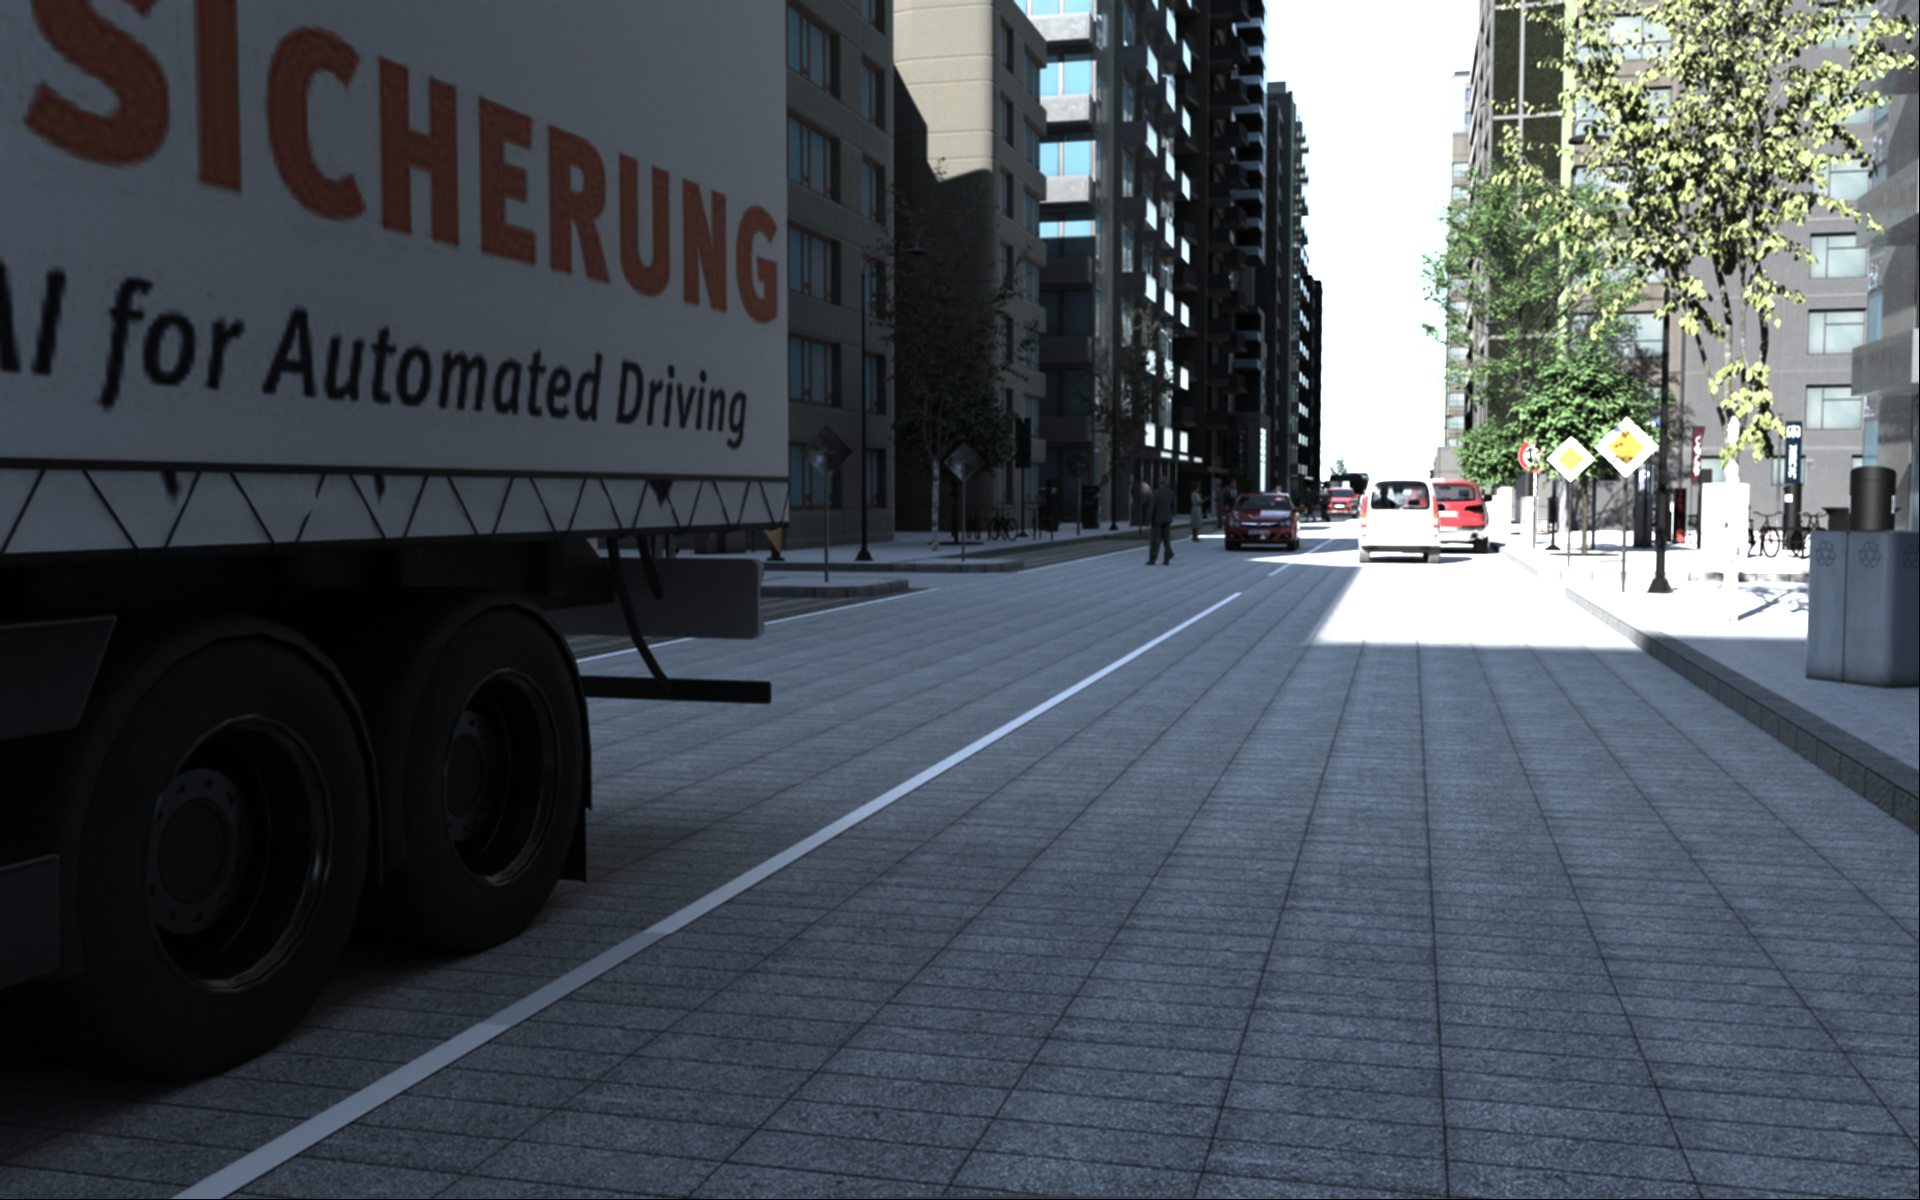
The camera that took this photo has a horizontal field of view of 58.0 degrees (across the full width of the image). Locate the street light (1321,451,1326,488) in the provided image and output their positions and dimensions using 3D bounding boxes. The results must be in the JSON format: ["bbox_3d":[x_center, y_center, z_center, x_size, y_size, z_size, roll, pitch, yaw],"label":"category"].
[{"bbox_3d":[38.920,-13.195,188.277,1.470,5.913,1.316,1,4,15],"label":"street light"}]

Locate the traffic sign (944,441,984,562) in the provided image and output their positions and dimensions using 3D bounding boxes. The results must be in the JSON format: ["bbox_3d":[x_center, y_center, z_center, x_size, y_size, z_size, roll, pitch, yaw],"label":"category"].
[{"bbox_3d":[0.068,-1.789,32.888,0.795,2.450,0.064,1,4,15],"label":"traffic sign"}]

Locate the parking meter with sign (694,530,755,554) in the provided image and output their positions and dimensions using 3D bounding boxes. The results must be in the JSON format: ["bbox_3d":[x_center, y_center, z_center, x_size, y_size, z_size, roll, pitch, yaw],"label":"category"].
[{"bbox_3d":[-5.027,-2.520,37.460,0.543,3.016,1.738,2,4,34],"label":"parking meter with sign"}]

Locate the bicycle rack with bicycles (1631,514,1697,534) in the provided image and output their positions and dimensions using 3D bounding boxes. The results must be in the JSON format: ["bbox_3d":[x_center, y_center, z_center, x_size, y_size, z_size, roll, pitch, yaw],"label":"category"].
[{"bbox_3d":[22.733,-2.527,54.696,2.925,0.926,2.852,0,4,6],"label":"bicycle rack with bicycles"}]

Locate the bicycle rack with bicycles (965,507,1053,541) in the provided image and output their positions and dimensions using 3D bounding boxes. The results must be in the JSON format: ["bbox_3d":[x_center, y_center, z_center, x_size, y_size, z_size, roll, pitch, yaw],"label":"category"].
[{"bbox_3d":[1.438,-2.144,48.444,2.852,0.926,2.925,0,4,-7],"label":"bicycle rack with bicycles"}]

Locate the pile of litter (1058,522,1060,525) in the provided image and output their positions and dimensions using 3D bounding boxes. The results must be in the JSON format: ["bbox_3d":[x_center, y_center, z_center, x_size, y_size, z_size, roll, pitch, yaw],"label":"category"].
[{"bbox_3d":[3.562,-3.494,71.091,1.719,0.858,1.176,3,5,44],"label":"pile of litter"}]

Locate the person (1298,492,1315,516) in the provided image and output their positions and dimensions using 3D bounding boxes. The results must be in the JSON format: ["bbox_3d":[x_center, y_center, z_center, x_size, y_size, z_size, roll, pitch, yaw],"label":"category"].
[{"bbox_3d":[22.921,-6.478,114.425,0.705,1.824,1.348,-3,5,-44],"label":"person"}]

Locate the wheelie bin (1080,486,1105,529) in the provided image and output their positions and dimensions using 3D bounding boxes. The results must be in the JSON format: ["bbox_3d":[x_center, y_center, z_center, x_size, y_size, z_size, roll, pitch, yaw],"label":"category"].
[{"bbox_3d":[4.854,-3.432,64.022,0.980,1.594,0.693,0,4,7],"label":"wheelie bin"}]

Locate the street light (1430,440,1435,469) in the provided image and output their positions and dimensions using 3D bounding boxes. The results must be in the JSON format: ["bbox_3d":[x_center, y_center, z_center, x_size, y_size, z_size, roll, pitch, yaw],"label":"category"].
[{"bbox_3d":[40.939,-10.687,147.276,1.470,5.913,1.316,1,4,15],"label":"street light"}]

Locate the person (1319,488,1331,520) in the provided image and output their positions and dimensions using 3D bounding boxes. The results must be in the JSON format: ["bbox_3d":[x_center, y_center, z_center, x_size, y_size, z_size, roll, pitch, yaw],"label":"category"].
[{"bbox_3d":[19.991,-5.260,94.892,0.661,1.777,0.834,1,4,10],"label":"person"}]

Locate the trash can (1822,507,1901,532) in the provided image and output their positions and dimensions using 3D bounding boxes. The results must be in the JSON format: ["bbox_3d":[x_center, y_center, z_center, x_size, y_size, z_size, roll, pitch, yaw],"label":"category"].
[{"bbox_3d":[9.513,-0.408,18.320,0.748,1.137,0.748,0,3,0],"label":"trash can"}]

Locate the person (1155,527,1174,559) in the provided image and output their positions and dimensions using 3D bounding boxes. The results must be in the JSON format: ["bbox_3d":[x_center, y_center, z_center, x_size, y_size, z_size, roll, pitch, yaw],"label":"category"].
[{"bbox_3d":[4.478,-1.549,38.104,0.640,1.303,0.475,-3,5,-39],"label":"person"}]

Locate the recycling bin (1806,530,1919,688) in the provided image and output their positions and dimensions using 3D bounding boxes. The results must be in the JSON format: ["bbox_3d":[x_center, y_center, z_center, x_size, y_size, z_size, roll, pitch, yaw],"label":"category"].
[{"bbox_3d":[6.345,0.043,11.859,0.722,1.027,0.722,-1,4,-19],"label":"recycling bin"}]

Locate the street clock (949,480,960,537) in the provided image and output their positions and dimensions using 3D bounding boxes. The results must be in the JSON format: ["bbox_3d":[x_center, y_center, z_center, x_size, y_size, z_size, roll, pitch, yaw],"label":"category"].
[{"bbox_3d":[-0.153,-2.894,51.890,0.358,2.002,0.471,0,4,-6],"label":"street clock"}]

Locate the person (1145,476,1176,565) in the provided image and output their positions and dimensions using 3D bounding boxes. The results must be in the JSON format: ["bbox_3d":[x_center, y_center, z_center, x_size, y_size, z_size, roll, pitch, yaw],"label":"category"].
[{"bbox_3d":[4.041,-1.619,35.146,0.661,1.801,0.590,-2,4,-24],"label":"person"}]

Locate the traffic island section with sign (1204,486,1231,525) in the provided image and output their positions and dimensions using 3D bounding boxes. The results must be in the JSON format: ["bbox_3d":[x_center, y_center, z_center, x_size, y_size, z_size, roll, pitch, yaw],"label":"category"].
[{"bbox_3d":[12.469,-4.412,80.761,1.989,1.847,2.006,1,4,15],"label":"traffic island section with sign"}]

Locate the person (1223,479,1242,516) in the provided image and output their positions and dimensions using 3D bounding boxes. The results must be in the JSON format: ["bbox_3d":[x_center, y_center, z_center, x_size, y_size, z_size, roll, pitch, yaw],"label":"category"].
[{"bbox_3d":[7.710,-2.465,48.576,0.659,1.850,0.755,0,4,5],"label":"person"}]

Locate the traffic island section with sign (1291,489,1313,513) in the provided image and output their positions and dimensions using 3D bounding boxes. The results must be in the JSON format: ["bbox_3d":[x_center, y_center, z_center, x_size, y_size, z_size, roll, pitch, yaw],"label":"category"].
[{"bbox_3d":[25.169,-7.402,129.645,1.989,1.847,2.006,1,4,15],"label":"traffic island section with sign"}]

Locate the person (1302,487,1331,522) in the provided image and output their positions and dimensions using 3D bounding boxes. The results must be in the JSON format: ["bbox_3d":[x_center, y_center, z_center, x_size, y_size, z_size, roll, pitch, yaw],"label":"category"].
[{"bbox_3d":[18.150,-4.865,88.260,1.509,1.804,0.699,0,4,-1],"label":"person"}]

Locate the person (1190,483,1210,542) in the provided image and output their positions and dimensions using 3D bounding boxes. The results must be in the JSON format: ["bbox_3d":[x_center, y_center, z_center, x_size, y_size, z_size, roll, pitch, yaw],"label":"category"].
[{"bbox_3d":[7.199,-2.635,52.146,0.524,1.755,0.480,-1,4,-16],"label":"person"}]

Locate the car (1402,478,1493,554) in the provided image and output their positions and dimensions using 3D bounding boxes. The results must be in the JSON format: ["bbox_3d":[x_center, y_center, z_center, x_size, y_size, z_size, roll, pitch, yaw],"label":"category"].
[{"bbox_3d":[12.077,-2.106,43.112,2.281,1.827,5.304,1,4,16],"label":"car"}]

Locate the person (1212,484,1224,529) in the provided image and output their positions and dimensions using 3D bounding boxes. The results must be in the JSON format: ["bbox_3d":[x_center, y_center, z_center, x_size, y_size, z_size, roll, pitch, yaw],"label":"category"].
[{"bbox_3d":[10.656,-3.875,71.658,0.447,1.846,0.655,1,4,18],"label":"person"}]

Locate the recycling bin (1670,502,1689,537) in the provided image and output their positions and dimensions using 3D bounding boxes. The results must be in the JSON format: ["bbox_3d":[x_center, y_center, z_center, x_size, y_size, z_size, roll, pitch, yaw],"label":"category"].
[{"bbox_3d":[21.473,-2.420,52.114,0.722,1.027,0.722,2,4,32],"label":"recycling bin"}]

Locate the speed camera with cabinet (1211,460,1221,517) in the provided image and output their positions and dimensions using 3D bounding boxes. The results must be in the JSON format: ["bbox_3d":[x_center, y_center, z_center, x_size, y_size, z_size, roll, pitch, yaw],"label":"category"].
[{"bbox_3d":[14.778,-6.451,99.817,0.660,3.252,2.038,1,4,8],"label":"speed camera with cabinet"}]

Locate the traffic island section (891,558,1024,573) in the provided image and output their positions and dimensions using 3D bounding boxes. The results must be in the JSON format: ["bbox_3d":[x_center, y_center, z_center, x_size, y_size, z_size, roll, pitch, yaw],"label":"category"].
[{"bbox_3d":[0.043,-0.653,32.956,2.009,0.180,2.903,1,4,15],"label":"traffic island section"}]

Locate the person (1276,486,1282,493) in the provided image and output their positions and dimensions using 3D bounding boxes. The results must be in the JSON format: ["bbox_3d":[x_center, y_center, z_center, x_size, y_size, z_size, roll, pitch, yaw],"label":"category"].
[{"bbox_3d":[11.326,-3.162,61.042,0.643,1.720,0.563,3,4,38],"label":"person"}]

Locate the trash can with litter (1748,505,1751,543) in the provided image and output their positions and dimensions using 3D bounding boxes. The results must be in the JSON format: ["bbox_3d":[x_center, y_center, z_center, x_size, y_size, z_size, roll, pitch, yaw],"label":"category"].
[{"bbox_3d":[20.731,-2.105,45.811,0.624,1.170,1.055,0,4,2],"label":"trash can with litter"}]

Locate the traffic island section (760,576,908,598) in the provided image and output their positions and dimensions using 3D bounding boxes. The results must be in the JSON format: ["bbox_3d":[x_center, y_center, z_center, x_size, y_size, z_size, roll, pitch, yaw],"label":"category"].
[{"bbox_3d":[-1.964,-0.180,25.226,2.009,0.180,2.903,1,4,15],"label":"traffic island section"}]

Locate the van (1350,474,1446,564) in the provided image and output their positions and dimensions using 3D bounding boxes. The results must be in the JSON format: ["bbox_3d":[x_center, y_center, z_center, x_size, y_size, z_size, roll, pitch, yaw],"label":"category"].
[{"bbox_3d":[9.353,-1.832,36.967,2.013,2.044,4.112,1,4,13],"label":"van"}]

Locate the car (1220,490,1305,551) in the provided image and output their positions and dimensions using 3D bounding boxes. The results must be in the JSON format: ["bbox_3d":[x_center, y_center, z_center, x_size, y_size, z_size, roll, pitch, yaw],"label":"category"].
[{"bbox_3d":[7.913,-2.209,45.149,2.155,1.783,4.494,1,4,13],"label":"car"}]

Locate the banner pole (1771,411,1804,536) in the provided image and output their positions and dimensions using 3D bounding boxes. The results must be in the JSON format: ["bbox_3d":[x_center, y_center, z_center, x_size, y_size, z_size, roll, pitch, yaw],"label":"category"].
[{"bbox_3d":[25.061,-3.821,52.488,0.863,3.779,0.401,1,4,9],"label":"banner pole"}]

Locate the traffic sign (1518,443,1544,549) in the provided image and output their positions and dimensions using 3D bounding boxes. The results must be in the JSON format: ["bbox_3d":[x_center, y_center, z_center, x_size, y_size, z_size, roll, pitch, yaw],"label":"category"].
[{"bbox_3d":[13.332,-2.450,40.158,0.768,2.556,0.104,1,4,19],"label":"traffic sign"}]

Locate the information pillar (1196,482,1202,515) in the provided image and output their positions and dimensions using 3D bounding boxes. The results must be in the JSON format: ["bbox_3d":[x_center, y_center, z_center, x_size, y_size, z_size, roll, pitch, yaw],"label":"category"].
[{"bbox_3d":[14.390,-6.120,104.558,0.304,2.012,0.304,3,5,40],"label":"information pillar"}]

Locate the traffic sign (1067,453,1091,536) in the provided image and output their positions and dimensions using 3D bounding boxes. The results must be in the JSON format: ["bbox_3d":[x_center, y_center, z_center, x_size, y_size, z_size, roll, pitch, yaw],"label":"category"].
[{"bbox_3d":[3.658,-3.265,53.496,0.768,2.556,0.104,1,4,19],"label":"traffic sign"}]

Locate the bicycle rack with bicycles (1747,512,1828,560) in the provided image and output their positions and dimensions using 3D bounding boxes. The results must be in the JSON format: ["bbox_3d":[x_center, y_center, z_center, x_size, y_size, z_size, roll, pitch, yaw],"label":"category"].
[{"bbox_3d":[17.207,-1.293,34.524,2.852,0.926,2.925,0,4,1],"label":"bicycle rack with bicycles"}]

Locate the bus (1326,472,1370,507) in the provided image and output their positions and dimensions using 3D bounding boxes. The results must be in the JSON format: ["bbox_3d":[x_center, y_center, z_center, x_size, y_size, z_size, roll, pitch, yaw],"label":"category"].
[{"bbox_3d":[32.081,-9.020,142.334,2.948,3.499,13.247,1,4,16],"label":"bus"}]

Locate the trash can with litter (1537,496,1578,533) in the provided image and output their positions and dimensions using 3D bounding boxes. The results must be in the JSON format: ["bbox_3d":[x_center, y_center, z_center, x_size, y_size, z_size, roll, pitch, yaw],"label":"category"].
[{"bbox_3d":[19.497,-2.828,57.298,1.678,1.210,2.233,-1,4,-15],"label":"trash can with litter"}]

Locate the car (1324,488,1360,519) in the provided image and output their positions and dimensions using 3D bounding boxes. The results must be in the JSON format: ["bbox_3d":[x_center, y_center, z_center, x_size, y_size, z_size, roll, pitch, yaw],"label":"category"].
[{"bbox_3d":[22.133,-5.640,100.889,2.281,1.827,5.304,1,4,13],"label":"car"}]

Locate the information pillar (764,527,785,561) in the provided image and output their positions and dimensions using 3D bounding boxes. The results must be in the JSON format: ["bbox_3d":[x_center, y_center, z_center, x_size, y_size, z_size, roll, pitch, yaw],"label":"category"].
[{"bbox_3d":[-3.595,-2.561,33.220,0.183,3.616,0.504,-3,5,-42],"label":"information pillar"}]

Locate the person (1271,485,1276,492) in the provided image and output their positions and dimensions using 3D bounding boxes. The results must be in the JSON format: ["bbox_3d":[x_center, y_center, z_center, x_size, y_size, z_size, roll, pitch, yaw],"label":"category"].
[{"bbox_3d":[13.516,-4.019,74.389,0.511,1.800,0.466,3,5,42],"label":"person"}]

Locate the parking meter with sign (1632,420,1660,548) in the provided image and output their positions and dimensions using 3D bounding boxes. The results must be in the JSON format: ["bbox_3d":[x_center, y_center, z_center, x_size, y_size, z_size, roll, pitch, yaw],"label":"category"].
[{"bbox_3d":[16.433,-2.772,41.578,0.543,3.016,1.738,1,4,19],"label":"parking meter with sign"}]

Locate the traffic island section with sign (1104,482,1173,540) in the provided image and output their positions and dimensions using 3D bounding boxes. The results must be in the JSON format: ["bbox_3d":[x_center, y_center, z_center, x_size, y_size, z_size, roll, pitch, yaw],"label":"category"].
[{"bbox_3d":[5.691,-2.816,54.669,1.989,1.847,2.006,1,4,15],"label":"traffic island section with sign"}]

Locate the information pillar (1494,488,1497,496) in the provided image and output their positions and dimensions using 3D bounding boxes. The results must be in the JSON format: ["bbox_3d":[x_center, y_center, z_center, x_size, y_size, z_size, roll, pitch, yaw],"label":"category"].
[{"bbox_3d":[22.967,-5.084,74.474,0.183,3.616,0.504,3,5,40],"label":"information pillar"}]

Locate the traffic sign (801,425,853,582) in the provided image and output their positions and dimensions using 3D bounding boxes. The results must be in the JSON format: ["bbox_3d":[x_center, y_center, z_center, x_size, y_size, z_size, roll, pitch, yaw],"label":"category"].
[{"bbox_3d":[-1.940,-1.316,25.159,0.795,2.450,0.064,1,4,15],"label":"traffic sign"}]

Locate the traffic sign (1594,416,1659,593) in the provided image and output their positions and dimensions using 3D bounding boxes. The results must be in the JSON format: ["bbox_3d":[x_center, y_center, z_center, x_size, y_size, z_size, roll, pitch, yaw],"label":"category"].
[{"bbox_3d":[8.601,-1.148,22.410,0.795,2.450,0.064,1,4,15],"label":"traffic sign"}]

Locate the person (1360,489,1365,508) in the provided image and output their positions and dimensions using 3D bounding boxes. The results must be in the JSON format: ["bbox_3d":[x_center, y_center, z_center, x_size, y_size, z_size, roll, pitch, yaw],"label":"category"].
[{"bbox_3d":[21.202,-4.961,90.610,0.512,1.701,0.522,1,4,18],"label":"person"}]

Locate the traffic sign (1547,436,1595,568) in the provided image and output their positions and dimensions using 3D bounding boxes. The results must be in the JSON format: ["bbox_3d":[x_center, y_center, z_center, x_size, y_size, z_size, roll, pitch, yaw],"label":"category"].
[{"bbox_3d":[10.608,-1.621,30.140,0.795,2.450,0.064,1,4,15],"label":"traffic sign"}]

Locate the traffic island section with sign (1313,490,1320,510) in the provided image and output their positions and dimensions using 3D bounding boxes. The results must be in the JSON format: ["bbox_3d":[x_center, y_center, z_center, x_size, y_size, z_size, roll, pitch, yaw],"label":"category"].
[{"bbox_3d":[31.934,-8.998,155.741,1.989,1.847,2.006,1,4,15],"label":"traffic island section with sign"}]

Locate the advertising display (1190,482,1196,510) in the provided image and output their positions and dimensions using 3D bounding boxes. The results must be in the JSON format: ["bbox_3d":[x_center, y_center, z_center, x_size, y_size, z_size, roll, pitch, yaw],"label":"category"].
[{"bbox_3d":[12.273,-5.264,91.288,0.123,1.923,0.974,0,4,-2],"label":"advertising display"}]

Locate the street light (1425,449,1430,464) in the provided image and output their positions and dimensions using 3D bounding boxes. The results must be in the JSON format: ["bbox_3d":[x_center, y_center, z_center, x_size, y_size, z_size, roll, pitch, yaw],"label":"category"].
[{"bbox_3d":[48.358,-12.451,176.119,1.470,5.913,1.316,1,4,15],"label":"street light"}]

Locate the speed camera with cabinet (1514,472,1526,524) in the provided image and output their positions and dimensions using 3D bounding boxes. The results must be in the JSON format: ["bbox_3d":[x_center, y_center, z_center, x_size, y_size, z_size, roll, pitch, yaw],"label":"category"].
[{"bbox_3d":[24.069,-4.876,74.059,0.660,3.252,2.038,1,4,20],"label":"speed camera with cabinet"}]

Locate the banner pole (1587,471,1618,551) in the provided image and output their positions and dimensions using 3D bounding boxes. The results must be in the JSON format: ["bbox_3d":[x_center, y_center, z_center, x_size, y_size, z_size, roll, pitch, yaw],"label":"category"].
[{"bbox_3d":[14.481,-2.995,38.992,0.863,3.779,0.401,-1,4,-19],"label":"banner pole"}]
